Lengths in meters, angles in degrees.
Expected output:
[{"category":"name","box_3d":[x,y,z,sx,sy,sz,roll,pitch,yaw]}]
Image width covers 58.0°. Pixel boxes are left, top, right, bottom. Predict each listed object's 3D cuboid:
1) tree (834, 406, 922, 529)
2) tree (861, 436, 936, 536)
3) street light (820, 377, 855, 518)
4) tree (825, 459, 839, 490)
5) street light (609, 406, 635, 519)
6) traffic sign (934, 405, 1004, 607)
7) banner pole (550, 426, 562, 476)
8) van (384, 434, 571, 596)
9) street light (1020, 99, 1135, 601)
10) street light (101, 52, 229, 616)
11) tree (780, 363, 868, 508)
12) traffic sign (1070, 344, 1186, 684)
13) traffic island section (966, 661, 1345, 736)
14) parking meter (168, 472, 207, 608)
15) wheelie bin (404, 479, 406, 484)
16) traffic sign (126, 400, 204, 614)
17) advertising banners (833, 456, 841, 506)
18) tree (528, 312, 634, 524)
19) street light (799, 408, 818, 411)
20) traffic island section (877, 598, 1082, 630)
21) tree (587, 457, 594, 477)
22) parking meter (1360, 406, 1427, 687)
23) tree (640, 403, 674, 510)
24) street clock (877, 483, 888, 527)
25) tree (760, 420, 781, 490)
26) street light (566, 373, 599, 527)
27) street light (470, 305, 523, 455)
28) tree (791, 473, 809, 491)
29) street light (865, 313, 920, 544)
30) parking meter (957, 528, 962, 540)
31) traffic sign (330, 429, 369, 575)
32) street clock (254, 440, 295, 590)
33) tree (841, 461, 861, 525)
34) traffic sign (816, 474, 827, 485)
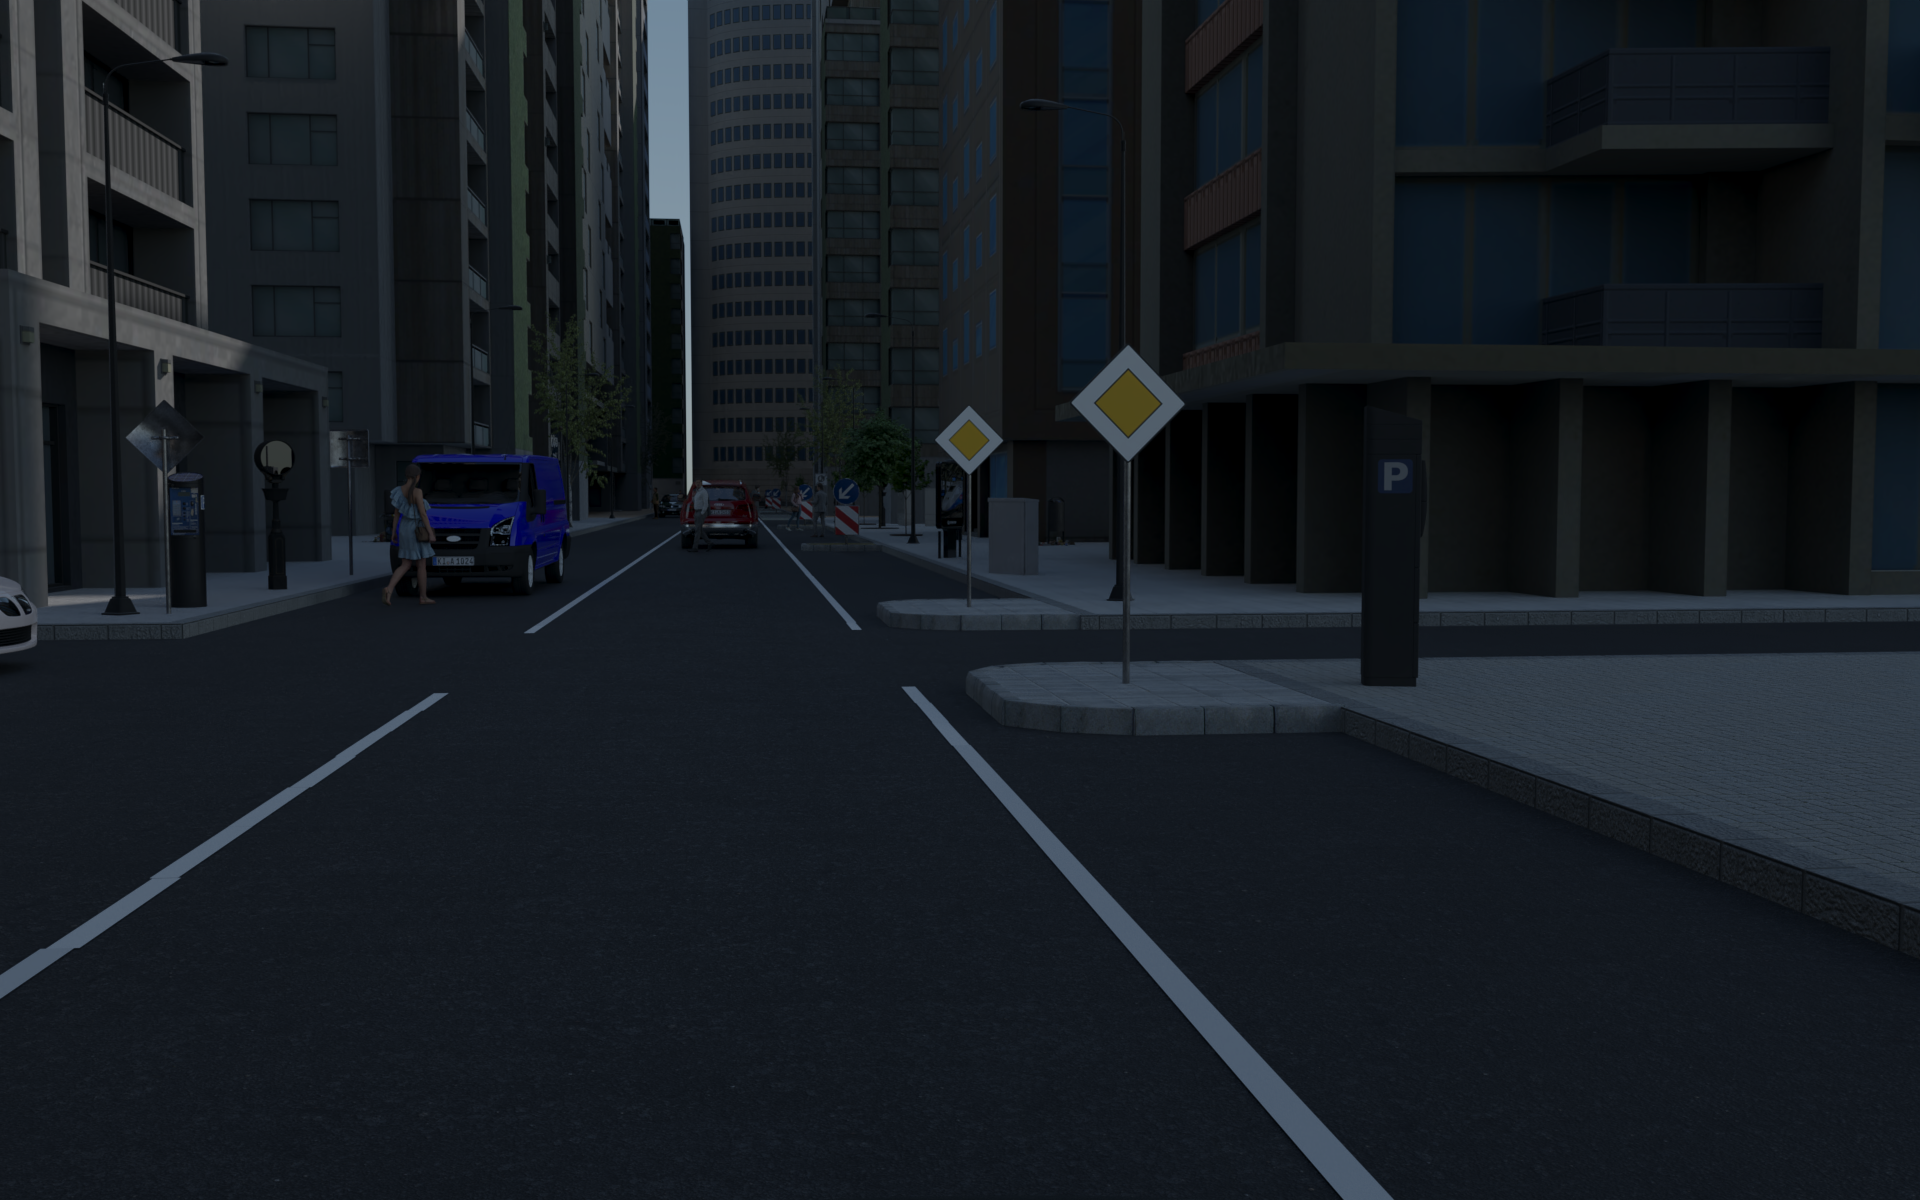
[{"category":"tree","box_3d":[-3.061,-4.923,64.213,4.285,4.588,4.351,0,3,0]},{"category":"tree","box_3d":[-1.741,-3.572,53.005,1.663,3.219,1.824,0,3,0]},{"category":"street light","box_3d":[-4.770,-5.898,68.980,1.470,5.913,1.316,0,4,-7]},{"category":"tree","box_3d":[-5.156,-5.246,80.367,1.663,3.219,1.824,0,3,0]},{"category":"street light","box_3d":[-17.735,-7.236,90.853,1.470,5.913,1.316,0,4,-7]},{"category":"traffic sign","box_3d":[0.099,-0.975,19.583,0.795,2.450,0.064,0,4,-7]},{"category":"banner pole","box_3d":[-14.816,-4.510,63.762,0.401,3.779,0.863,1,4,23]},{"category":"van","box_3d":[-7.166,-1.331,26.144,2.240,2.365,5.245,0,4,-6]},{"category":"street light","box_3d":[1.397,-2.940,20.617,1.470,5.913,1.316,0,4,-7]},{"category":"street light","box_3d":[-8.401,-2.800,18.328,1.470,5.913,1.316,0,4,-7]},{"category":"tree","box_3d":[-7.078,-8.943,96.576,4.737,8.622,4.395,0,3,0]},{"category":"traffic sign","box_3d":[1.121,-0.491,11.663,0.795,2.450,0.064,0,4,-7]},{"category":"traffic island section","box_3d":[1.143,0.645,11.743,2.009,0.180,2.903,0,4,-7]},{"category":"parking meter","box_3d":[-8.763,-0.687,19.644,0.372,1.533,0.369,0,3,0]},{"category":"wheelie bin","box_3d":[-11.833,-1.815,37.582,0.693,1.594,0.980,2,4,27]},{"category":"traffic sign","box_3d":[-8.477,-0.909,18.501,0.795,2.450,0.064,0,4,-7]},{"category":"advertising banners","box_3d":[-5.420,-4.931,76.812,0.090,3.025,2.074,0,4,4]},{"category":"tree","box_3d":[-15.711,-7.333,70.259,4.737,8.622,4.395,0,3,0]},{"category":"street light","box_3d":[-7.941,-7.384,93.272,1.470,5.913,1.316,0,4,-7]},{"category":"traffic island section","box_3d":[0.122,0.160,19.663,2.009,0.180,2.903,0,4,-7]},{"category":"tree","box_3d":[-21.013,-6.573,91.186,4.285,4.588,4.351,0,3,0]},{"category":"parking meter","box_3d":[2.907,-0.361,11.606,0.399,1.863,0.255,0,4,7]},{"category":"tree","box_3d":[-25.043,-11.520,138.706,4.360,8.622,3.978,0,3,0]},{"category":"street clock","box_3d":[-3.071,-3.907,68.441,0.358,2.002,0.471,3,4,37]},{"category":"tree","box_3d":[-16.641,-13.030,163.395,4.737,8.622,4.395,0,3,0]},{"category":"street light","box_3d":[-14.543,-5.751,66.568,1.470,5.913,1.316,0,4,-7]},{"category":"street light","box_3d":[-11.457,-4.291,42.698,1.470,5.913,1.316,0,4,-7]},{"category":"tree","box_3d":[-14.561,-9.929,156.933,1.663,3.219,1.824,0,3,0]},{"category":"street light","box_3d":[-1.750,-4.412,44.670,1.470,5.913,1.316,0,4,-7]},{"category":"parking meter","box_3d":[-0.124,-2.448,48.431,0.372,1.533,0.369,0,3,0]},{"category":"traffic sign","box_3d":[-9.628,-1.542,27.338,0.606,2.300,0.079,0,4,-1]},{"category":"street clock","box_3d":[-9.182,-1.142,23.248,0.471,2.002,0.358,-3,5,-42]},{"category":"tree","box_3d":[-4.038,-4.755,72.348,1.663,3.219,1.824,0,3,0]},{"category":"traffic sign","box_3d":[-6.958,-5.185,86.898,0.606,2.300,0.079,0,4,-4]}]
